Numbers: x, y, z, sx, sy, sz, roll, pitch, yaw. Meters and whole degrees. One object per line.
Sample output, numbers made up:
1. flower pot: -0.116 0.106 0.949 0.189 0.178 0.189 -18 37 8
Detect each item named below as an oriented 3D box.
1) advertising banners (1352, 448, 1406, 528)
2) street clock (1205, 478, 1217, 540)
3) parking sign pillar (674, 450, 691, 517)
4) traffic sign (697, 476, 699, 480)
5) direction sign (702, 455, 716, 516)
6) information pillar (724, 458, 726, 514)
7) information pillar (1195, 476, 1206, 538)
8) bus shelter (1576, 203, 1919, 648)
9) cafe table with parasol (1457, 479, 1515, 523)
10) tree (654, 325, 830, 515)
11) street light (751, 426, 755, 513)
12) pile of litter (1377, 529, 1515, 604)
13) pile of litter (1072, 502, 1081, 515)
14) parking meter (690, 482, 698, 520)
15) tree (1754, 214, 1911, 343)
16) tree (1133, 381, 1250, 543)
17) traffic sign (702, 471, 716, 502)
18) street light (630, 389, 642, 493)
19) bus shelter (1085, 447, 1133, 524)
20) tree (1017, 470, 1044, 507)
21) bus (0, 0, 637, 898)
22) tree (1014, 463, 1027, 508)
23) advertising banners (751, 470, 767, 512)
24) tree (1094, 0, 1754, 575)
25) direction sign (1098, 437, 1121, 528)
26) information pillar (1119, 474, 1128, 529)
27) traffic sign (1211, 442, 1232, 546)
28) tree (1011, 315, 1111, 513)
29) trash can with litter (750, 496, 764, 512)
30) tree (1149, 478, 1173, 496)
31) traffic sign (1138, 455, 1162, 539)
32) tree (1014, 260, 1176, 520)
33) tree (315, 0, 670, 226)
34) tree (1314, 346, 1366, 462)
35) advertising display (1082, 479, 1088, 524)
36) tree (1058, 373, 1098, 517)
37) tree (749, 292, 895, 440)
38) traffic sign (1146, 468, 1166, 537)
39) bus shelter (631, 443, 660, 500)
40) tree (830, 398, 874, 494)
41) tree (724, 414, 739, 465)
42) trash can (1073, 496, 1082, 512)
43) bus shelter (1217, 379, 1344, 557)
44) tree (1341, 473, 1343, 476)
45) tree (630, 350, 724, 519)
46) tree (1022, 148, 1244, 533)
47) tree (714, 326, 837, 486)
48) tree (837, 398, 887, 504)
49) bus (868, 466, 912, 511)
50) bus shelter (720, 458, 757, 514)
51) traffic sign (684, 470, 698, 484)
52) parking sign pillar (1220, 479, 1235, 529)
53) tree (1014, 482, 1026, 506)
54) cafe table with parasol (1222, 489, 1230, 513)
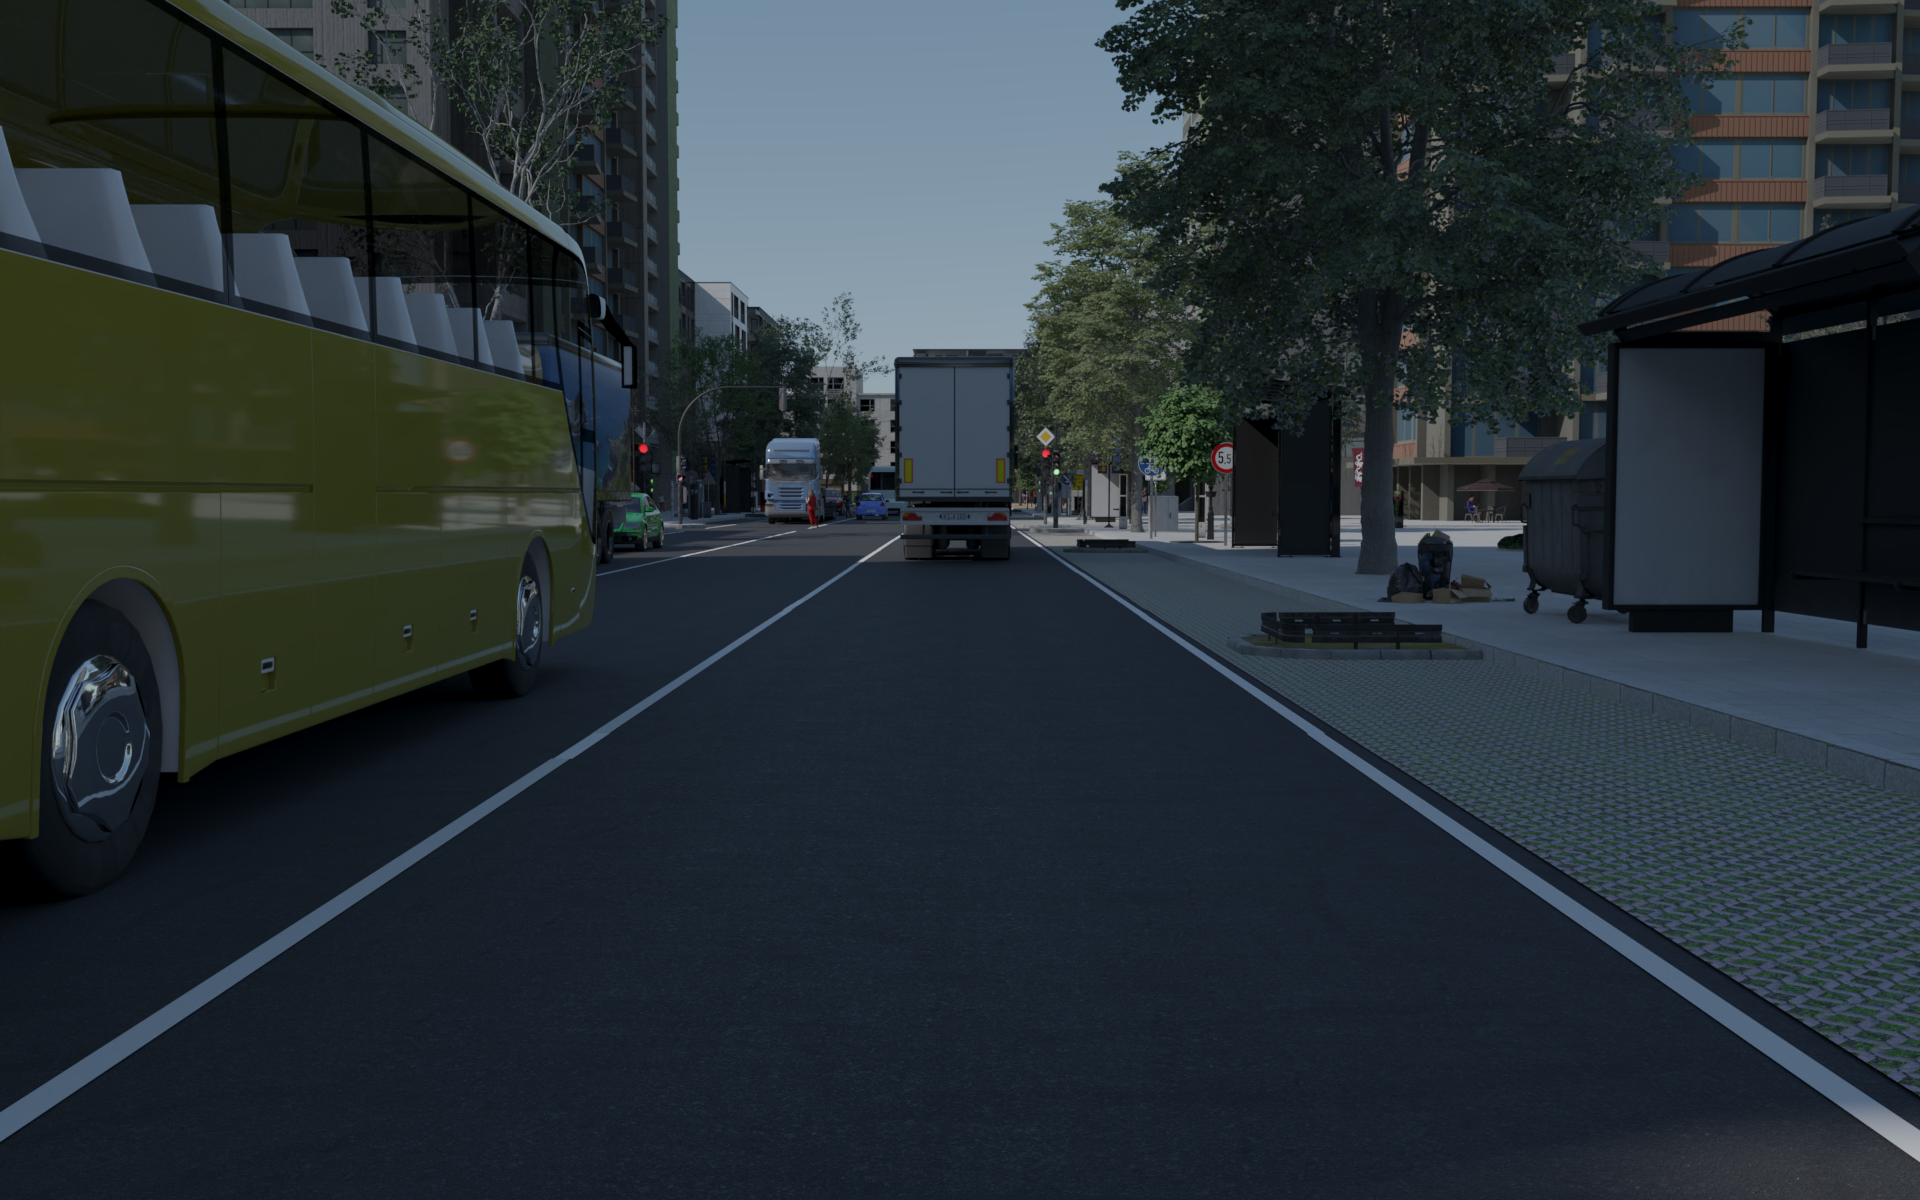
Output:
1. advertising banners: 15.756 -4.221 65.207 2.074 3.025 0.090 2 4 26
2. street clock: 7.041 -2.694 48.616 0.358 2.002 0.471 1 4 13
3. parking sign pillar: -15.490 -6.675 97.610 1.447 3.967 1.447 -1 4 -23
4. traffic sign: -15.340 -5.972 99.763 0.606 2.300 0.079 0 4 4
5. direction sign: -14.520 -6.622 100.274 0.876 3.537 0.379 -3 4 -37
6. information pillar: -15.345 -7.441 113.010 0.183 3.616 0.504 0 4 -8
7. information pillar: 7.054 -2.831 50.783 0.304 2.012 0.304 0 4 2
8. bus shelter: 6.771 -1.198 13.508 2.014 3.302 5.546 0 3 0
9. cafe table with parasol: 23.415 -4.418 77.101 2.610 1.966 2.610 0 4 7
10. tree: -14.936 -11.044 106.329 9.928 11.665 9.643 0 3 0
11. street light: -13.752 -8.697 114.989 0.468 5.910 1.993 0 3 0
12. pile of litter: 5.830 -0.412 20.705 1.719 0.858 1.176 0 4 4
13. pile of litter: 7.226 -5.600 105.523 1.719 0.858 1.176 -1 4 -18
14. parking meter: -13.326 -4.959 86.790 0.255 1.863 0.399 2 4 24
15. tree: 23.473 -5.884 46.560 4.360 8.622 3.978 0 3 0
16. tree: 6.326 -3.795 45.767 4.285 4.588 4.351 0 3 0
17. traffic sign: -13.936 -5.866 95.913 0.884 2.594 0.081 0 4 1
18. street light: -13.820 -6.153 73.396 0.468 5.910 1.993 0 3 0
19. bus shelter: 6.650 -5.013 75.884 2.014 3.302 5.546 0 4 0
20. tree: 7.000 -11.431 170.608 4.285 4.588 4.351 0 3 0
21. bus: -4.249 -1.065 8.967 2.896 3.916 12.252 0 4 0
22. tree: 6.148 -13.024 163.296 4.737 8.622 4.395 0 3 0
23. advertising banners: -14.339 -7.975 126.577 2.074 3.025 0.090 0 4 6
24. tree: 6.818 -7.384 27.384 9.857 13.997 8.962 0 3 0
25. direction sign: 5.684 -4.524 65.962 0.876 3.537 0.379 0 4 6
26. information pillar: 5.990 -3.609 63.507 0.304 2.012 0.304 0 4 8
27. traffic sign: 6.582 -2.614 42.847 0.768 2.556 0.104 0 4 3
28. tree: 6.650 -12.596 116.316 12.009 13.543 11.850 0 3 0
29. trash can with litter: -14.174 -6.733 121.145 2.233 1.210 1.678 0 4 2
30. tree: 12.556 -6.947 108.191 1.663 3.219 1.824 0 3 0
31. traffic sign: 5.471 -3.019 49.468 0.768 2.556 0.104 0 4 6
32. tree: 6.331 -10.268 84.897 9.611 12.733 9.660 0 3 0
33. tree: -15.982 -12.180 55.029 12.611 20.169 13.585 0 3 0
34. tree: 18.155 -8.162 83.808 4.360 8.622 3.978 0 3 0
35. advertising display: 5.321 -4.178 73.531 0.123 1.923 0.974 1 4 12
36. tree: 6.503 -9.042 98.194 4.360 8.622 3.978 0 3 0
37. tree: -12.908 -18.720 161.960 12.611 20.169 13.585 0 3 0
38. traffic sign: 5.855 -3.041 51.842 0.606 2.300 0.079 0 4 1
39. bus shelter: -15.658 -5.571 82.364 1.731 3.624 6.357 0 3 0
40. tree: -14.174 -15.901 185.733 9.928 11.665 9.643 0 3 0
41. tree: -18.266 -10.654 124.562 4.360 8.622 3.978 0 3 0
42. trash can: 7.472 -5.940 108.771 0.748 1.137 0.748 0 3 0
43. bus shelter: 6.959 -2.864 38.105 1.731 3.624 6.357 0 3 0
44. tree: 15.492 -4.913 74.933 1.663 3.219 1.824 0 3 0
45. tree: -14.615 -8.498 89.307 4.360 8.622 3.978 0 3 0
46. tree: 5.776 -8.497 57.058 7.486 12.596 7.792 0 3 0
47. tree: -14.616 -13.812 132.474 9.857 13.997 8.962 0 3 0
48. tree: -14.063 -19.238 221.203 9.857 13.997 8.962 0 3 0
49. bus: -4.557 -7.713 120.971 2.948 3.499 13.247 0 4 2
50. bus shelter: -14.953 -7.685 116.940 1.731 3.624 6.357 0 3 0
51. traffic sign: -14.295 -5.616 91.921 0.768 2.556 0.104 0 4 8
52. parking sign pillar: 10.356 -4.620 64.001 1.447 3.967 1.447 1 4 23
53. tree: 6.474 -16.005 187.443 9.928 11.665 9.643 0 3 0
54. cafe table with parasol: 15.997 -5.751 98.898 2.610 1.966 2.610 -1 4 -19
